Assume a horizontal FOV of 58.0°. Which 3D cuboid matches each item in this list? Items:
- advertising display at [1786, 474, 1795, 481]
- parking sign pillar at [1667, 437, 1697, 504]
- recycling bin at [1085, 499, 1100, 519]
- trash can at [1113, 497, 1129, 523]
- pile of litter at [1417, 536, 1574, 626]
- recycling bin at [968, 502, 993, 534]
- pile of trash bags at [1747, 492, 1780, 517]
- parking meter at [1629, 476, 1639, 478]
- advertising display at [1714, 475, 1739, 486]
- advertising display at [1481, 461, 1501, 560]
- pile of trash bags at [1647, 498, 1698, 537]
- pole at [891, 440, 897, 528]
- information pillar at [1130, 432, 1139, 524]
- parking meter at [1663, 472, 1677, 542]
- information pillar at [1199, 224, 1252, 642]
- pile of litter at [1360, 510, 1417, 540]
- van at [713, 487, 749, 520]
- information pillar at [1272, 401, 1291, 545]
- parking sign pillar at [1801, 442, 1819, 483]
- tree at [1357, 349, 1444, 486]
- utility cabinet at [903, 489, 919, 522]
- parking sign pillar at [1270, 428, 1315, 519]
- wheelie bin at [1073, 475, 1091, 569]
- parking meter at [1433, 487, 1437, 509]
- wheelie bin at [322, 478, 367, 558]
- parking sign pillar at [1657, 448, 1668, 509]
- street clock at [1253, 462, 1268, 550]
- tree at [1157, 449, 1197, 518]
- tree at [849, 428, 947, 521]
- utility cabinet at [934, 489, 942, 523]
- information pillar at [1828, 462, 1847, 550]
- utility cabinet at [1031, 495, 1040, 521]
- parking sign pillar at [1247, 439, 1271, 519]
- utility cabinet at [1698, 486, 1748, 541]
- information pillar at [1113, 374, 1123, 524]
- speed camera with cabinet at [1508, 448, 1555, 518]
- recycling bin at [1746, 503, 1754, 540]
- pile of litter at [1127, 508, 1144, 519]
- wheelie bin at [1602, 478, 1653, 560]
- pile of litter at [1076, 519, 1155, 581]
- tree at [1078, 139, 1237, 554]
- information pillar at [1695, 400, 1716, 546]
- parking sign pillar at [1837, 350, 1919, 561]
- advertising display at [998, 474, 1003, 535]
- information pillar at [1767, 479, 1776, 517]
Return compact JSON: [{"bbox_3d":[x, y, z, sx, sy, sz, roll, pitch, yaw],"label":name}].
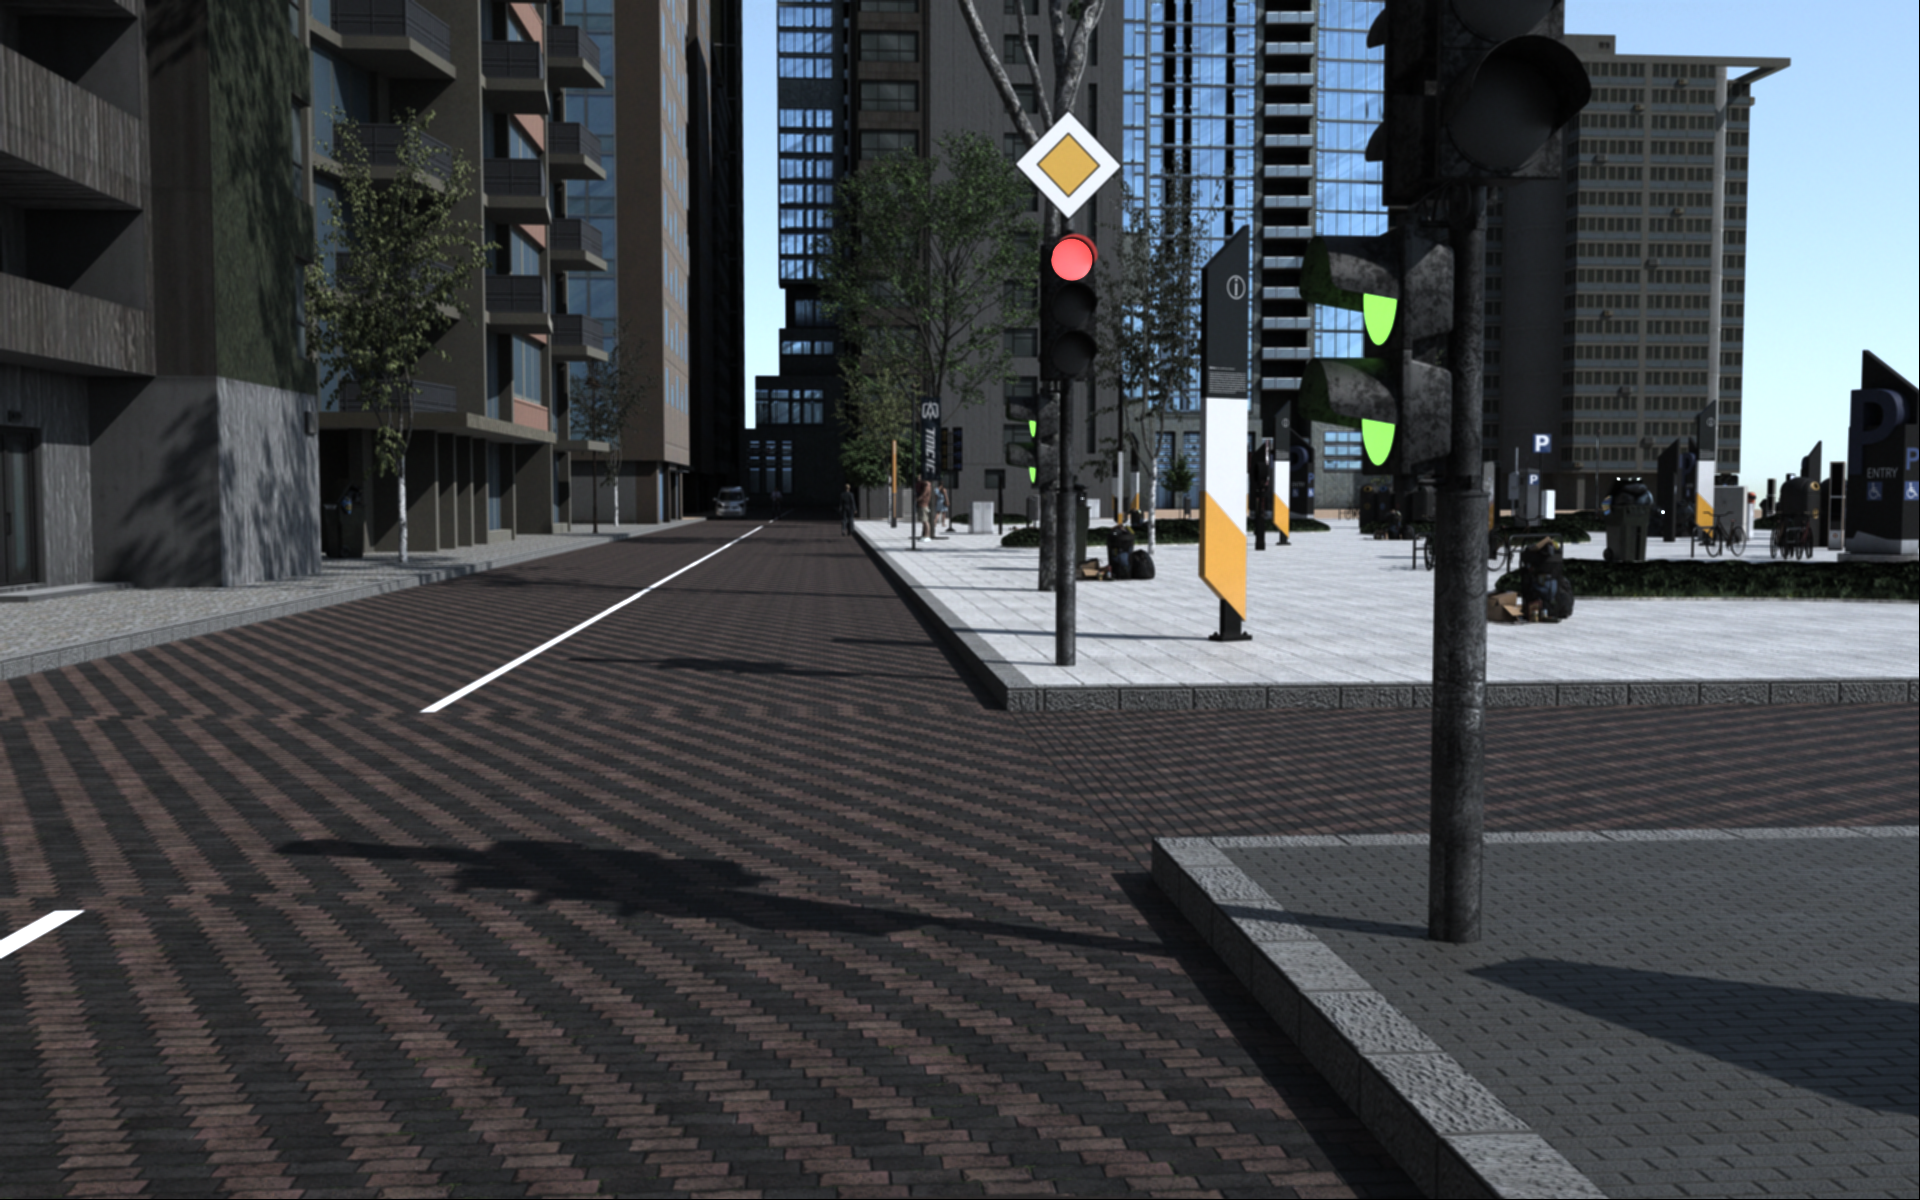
[{"bbox_3d":[26.288,-3.036,54.853,0.123,1.923,0.974,2,4,34],"label":"advertising display"},{"bbox_3d":[34.163,-5.645,80.760,1.447,3.967,1.447,0,4,-2],"label":"parking sign pillar"},{"bbox_3d":[6.681,-4.642,88.455,0.722,1.027,0.722,-1,4,-17],"label":"recycling bin"},{"bbox_3d":[7.171,-4.005,77.136,0.748,1.137,0.748,0,3,0],"label":"trash can"},{"bbox_3d":[5.684,-0.230,17.728,1.719,0.858,1.176,-3,5,-44],"label":"pile of litter"},{"bbox_3d":[0.679,-2.686,56.468,0.722,1.027,0.722,-1,4,-9],"label":"recycling bin"},{"bbox_3d":[42.465,-4.941,90.544,1.912,1.369,3.447,-2,4,-26],"label":"pile of trash bags"},{"bbox_3d":[21.460,-3.040,55.408,0.399,1.863,0.255,-1,4,-18],"label":"parking meter"},{"bbox_3d":[25.595,-3.239,58.170,0.974,1.923,0.123,3,4,38],"label":"advertising display"},{"bbox_3d":[10.470,-1.773,34.196,0.123,1.923,0.974,0,4,2],"label":"advertising display"},{"bbox_3d":[21.050,-2.576,51.865,3.447,1.369,1.912,0,4,-3],"label":"pile of trash bags"},{"bbox_3d":[-2.518,-4.401,65.801,0.158,3.312,0.155,0,3,0],"label":"pole"},{"bbox_3d":[6.579,-4.519,65.246,0.183,3.616,0.504,-2,4,-25],"label":"information pillar"},{"bbox_3d":[19.017,-2.488,46.382,0.255,1.863,0.399,2,4,31],"label":"parking meter"},{"bbox_3d":[2.303,-1.449,15.041,0.504,3.616,0.183,-2,4,-32],"label":"information pillar"},{"bbox_3d":[12.158,-2.127,48.745,1.719,0.858,1.176,2,4,24],"label":"pile of litter"},{"bbox_3d":[-12.774,-5.490,96.777,2.013,2.044,4.112,0,4,-6],"label":"van"},{"bbox_3d":[8.081,-3.190,43.505,0.504,3.616,0.183,-2,4,-29],"label":"information pillar"},{"bbox_3d":[42.880,-6.045,87.312,1.447,3.967,1.447,-3,4,-39],"label":"parking sign pillar"},{"bbox_3d":[20.937,-8.028,81.615,4.737,8.622,4.395,0,3,0],"label":"tree"},{"bbox_3d":[-1.985,-4.229,77.824,1.173,1.500,0.318,0,4,2],"label":"utility cabinet"},{"bbox_3d":[13.700,-4.987,70.015,1.447,3.967,1.447,-3,4,-37],"label":"parking sign pillar"},{"bbox_3d":[1.779,-1.297,29.115,0.693,1.594,0.980,-2,4,-28],"label":"wheelie bin"},{"bbox_3d":[17.931,-3.512,65.833,0.372,1.533,0.369,0,3,0],"label":"parking meter"},{"bbox_3d":[-12.372,-1.648,34.859,0.980,1.594,0.693,3,5,44],"label":"wheelie bin"},{"bbox_3d":[34.726,-5.885,84.692,1.447,3.967,1.447,-1,4,-21],"label":"parking sign pillar"},{"bbox_3d":[6.868,-2.141,39.568,0.358,2.002,0.471,0,4,-4],"label":"street clock"},{"bbox_3d":[9.438,-4.867,74.171,1.663,3.219,1.824,0,3,0],"label":"tree"},{"bbox_3d":[-2.312,-6.053,82.678,4.285,4.588,4.351,0,3,0],"label":"tree"},{"bbox_3d":[-0.990,-4.116,75.971,0.318,1.500,1.173,-1,4,-16],"label":"utility cabinet"},{"bbox_3d":[20.033,-2.145,39.563,0.304,2.012,0.304,2,4,33],"label":"information pillar"},{"bbox_3d":[3.770,-4.473,84.295,0.306,1.237,1.020,-1,4,-18],"label":"utility cabinet"},{"bbox_3d":[14.819,-5.905,85.026,1.447,3.967,1.447,-2,4,-33],"label":"parking sign pillar"},{"bbox_3d":[20.547,-2.324,46.670,1.173,1.500,0.318,3,5,44],"label":"utility cabinet"},{"bbox_3d":[3.145,-2.605,33.942,0.183,3.616,0.504,0,4,6],"label":"information pillar"},{"bbox_3d":[24.137,-4.818,73.107,0.660,3.252,2.038,-2,4,-31],"label":"speed camera with cabinet"},{"bbox_3d":[21.788,-2.199,48.501,0.722,1.027,0.722,2,4,32],"label":"recycling bin"},{"bbox_3d":[5.498,-2.406,53.311,1.719,0.858,1.176,3,5,40],"label":"pile of litter"},{"bbox_3d":[12.845,-1.551,33.266,0.980,1.594,0.693,-1,4,-14],"label":"wheelie bin"},{"bbox_3d":[2.219,-0.739,26.052,1.719,0.858,1.176,-1,4,-21],"label":"pile of litter"},{"bbox_3d":[4.105,-5.288,36.825,4.360,8.622,3.978,0,3,0],"label":"tree"},{"bbox_3d":[18.521,-3.159,43.009,0.504,3.616,0.183,-1,4,-14],"label":"information pillar"},{"bbox_3d":[16.976,-2.651,31.810,1.447,3.967,1.447,-1,4,-17],"label":"parking sign pillar"},{"bbox_3d":[1.286,-3.036,54.847,0.123,1.923,0.974,0,4,3],"label":"advertising display"},{"bbox_3d":[39.013,-4.819,83.281,0.304,2.012,0.304,3,5,44],"label":"information pillar"}]
